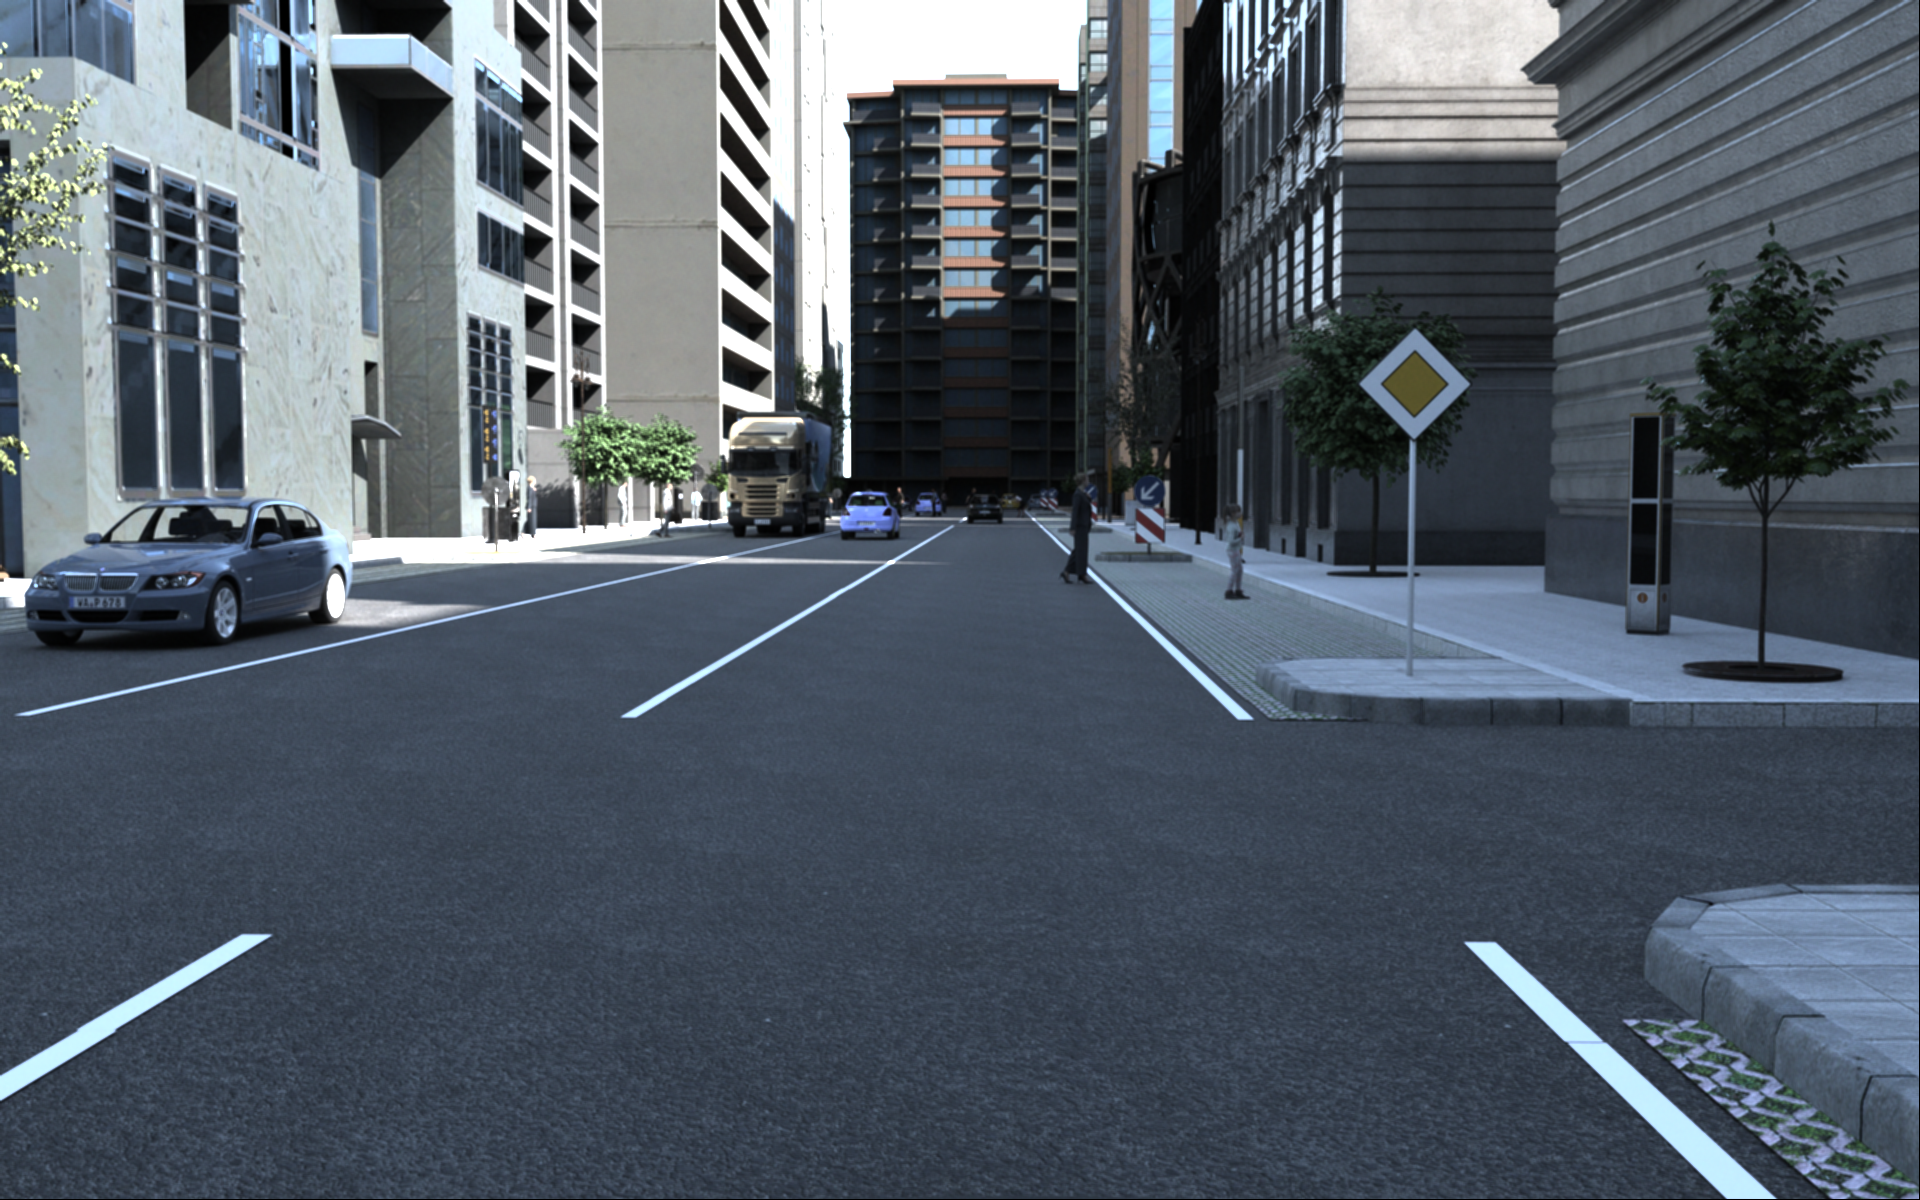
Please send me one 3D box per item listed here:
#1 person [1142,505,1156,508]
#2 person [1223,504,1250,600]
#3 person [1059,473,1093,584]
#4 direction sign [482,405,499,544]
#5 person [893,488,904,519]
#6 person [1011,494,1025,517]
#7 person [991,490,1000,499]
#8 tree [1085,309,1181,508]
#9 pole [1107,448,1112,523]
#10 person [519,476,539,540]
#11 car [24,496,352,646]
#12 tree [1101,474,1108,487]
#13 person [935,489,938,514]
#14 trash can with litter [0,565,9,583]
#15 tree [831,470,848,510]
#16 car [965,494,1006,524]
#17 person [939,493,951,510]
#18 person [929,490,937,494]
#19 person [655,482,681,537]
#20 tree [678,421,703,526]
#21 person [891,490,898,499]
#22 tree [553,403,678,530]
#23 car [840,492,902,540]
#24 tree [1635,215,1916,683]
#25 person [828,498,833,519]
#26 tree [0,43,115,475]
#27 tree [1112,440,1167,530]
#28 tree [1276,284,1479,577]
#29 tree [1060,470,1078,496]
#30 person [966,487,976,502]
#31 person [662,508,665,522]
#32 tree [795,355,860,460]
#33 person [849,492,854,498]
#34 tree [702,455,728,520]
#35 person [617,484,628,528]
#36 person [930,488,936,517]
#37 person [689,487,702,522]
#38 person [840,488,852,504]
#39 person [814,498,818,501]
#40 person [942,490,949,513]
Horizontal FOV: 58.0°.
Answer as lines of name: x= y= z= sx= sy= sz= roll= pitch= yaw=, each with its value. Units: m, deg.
person: x=7.538 y=-3.848 z=68.966 sx=0.555 sy=1.821 sz=0.388 roll=0 pitch=4 yaw=-6
person: x=3.741 y=-0.651 z=23.415 sx=0.394 sy=1.301 sz=0.425 roll=0 pitch=4 yaw=2
person: x=1.886 y=-1.149 z=27.714 sx=0.534 sy=1.772 sz=0.576 roll=-1 pitch=4 yaw=-9
direction sign: x=-12.025 y=-3.203 z=44.366 sx=0.379 sy=3.537 sz=0.876 roll=0 pitch=4 yaw=6
person: x=-3.573 y=-5.671 z=101.365 sx=0.705 sy=1.807 sz=1.348 roll=-2 pitch=4 yaw=-29
person: x=3.576 y=-5.767 z=105.975 sx=0.799 sy=1.438 sz=0.628 roll=-2 pitch=4 yaw=-23
person: x=3.019 y=-8.960 z=155.026 sx=1.348 sy=1.821 sz=0.705 roll=-1 pitch=4 yaw=-23
tree: x=7.056 y=-7.209 z=68.235 sx=4.360 sy=8.622 sz=3.978 roll=0 pitch=3 yaw=0
pole: x=6.614 y=-5.057 z=76.521 sx=0.158 sy=3.312 sz=0.155 roll=0 pitch=3 yaw=0
person: x=-11.998 y=-2.559 z=48.305 sx=0.534 sy=1.772 sz=0.576 roll=-3 pitch=5 yaw=-40
car: x=-7.796 y=-0.362 z=17.929 sx=2.014 sy=1.417 sz=4.499 roll=0 pitch=4 yaw=1
tree: x=8.335 y=-5.779 z=89.096 sx=1.663 sy=3.219 sz=1.824 roll=0 pitch=3 yaw=0
person: x=-1.801 y=-7.078 z=124.322 sx=0.705 sy=1.812 sz=1.348 roll=-2 pitch=4 yaw=-26
trash can with litter: x=-14.267 y=-0.847 z=25.238 sx=1.055 sy=1.170 sz=0.624 roll=2 pitch=4 yaw=29
tree: x=-9.936 y=-8.820 z=138.810 sx=1.663 sy=3.219 sz=1.824 roll=0 pitch=3 yaw=0
car: x=1.251 y=-4.628 z=85.450 sx=2.009 sy=1.686 sz=4.222 roll=0 pitch=4 yaw=2
person: x=-1.408 y=-8.773 z=151.955 sx=1.348 sy=1.821 sz=0.705 roll=1 pitch=4 yaw=15
person: x=-2.124 y=-7.653 z=134.434 sx=0.742 sy=1.727 sz=0.445 roll=0 pitch=4 yaw=3
person: x=-9.593 y=-2.951 z=56.873 sx=0.853 sy=1.813 sz=0.709 roll=-1 pitch=4 yaw=-11
tree: x=-11.852 y=-5.218 z=69.023 sx=4.285 sy=4.588 sz=4.351 roll=0 pitch=3 yaw=0
person: x=-6.017 y=-9.685 z=166.481 sx=1.348 sy=1.869 sz=0.705 roll=-1 pitch=4 yaw=-18
tree: x=-12.891 y=-4.817 z=62.467 sx=4.285 sy=4.588 sz=4.351 roll=0 pitch=3 yaw=0
car: x=-2.851 y=-2.809 z=55.526 sx=1.945 sy=1.707 sz=3.694 roll=0 pitch=4 yaw=2
tree: x=5.545 y=-1.074 z=12.155 sx=1.663 sy=3.219 sz=1.824 roll=0 pitch=3 yaw=0
person: x=-7.299 y=-5.453 z=98.382 sx=0.721 sy=1.735 sz=1.217 roll=0 pitch=4 yaw=-2
tree: x=-12.833 y=-4.308 z=20.799 sx=4.737 sy=8.622 sz=4.395 roll=0 pitch=3 yaw=0
tree: x=6.711 y=-4.120 z=61.967 sx=1.663 sy=3.219 sz=1.824 roll=0 pitch=3 yaw=0
tree: x=6.483 y=-2.662 z=27.230 sx=4.285 sy=4.588 sz=4.351 roll=0 pitch=3 yaw=0
tree: x=8.672 y=-8.748 z=137.637 sx=1.663 sy=3.219 sz=1.824 roll=0 pitch=3 yaw=0
person: x=0.760 y=-5.318 z=95.465 sx=0.705 sy=1.822 sz=1.348 roll=3 pitch=5 yaw=44
person: x=-13.499 y=-4.264 z=80.001 sx=0.590 sy=1.304 sz=0.306 roll=1 pitch=4 yaw=21
tree: x=-11.097 y=-12.495 z=130.043 sx=9.928 sy=11.665 sz=9.643 roll=0 pitch=3 yaw=0
person: x=-10.006 y=-9.294 z=161.187 sx=0.628 sy=1.438 sz=0.799 roll=1 pitch=4 yaw=10
tree: x=-11.986 y=-5.625 z=86.564 sx=1.663 sy=3.219 sz=1.824 roll=0 pitch=3 yaw=0
person: x=-12.908 y=-3.677 z=66.265 sx=0.391 sy=1.810 sz=0.635 roll=-1 pitch=4 yaw=-15
person: x=-1.676 y=-6.166 z=109.300 sx=0.705 sy=1.826 sz=1.348 roll=-1 pitch=4 yaw=-8
person: x=-12.206 y=-4.409 z=79.946 sx=0.589 sy=1.601 sz=0.330 roll=-3 pitch=4 yaw=-37
person: x=-9.794 y=-8.829 z=150.406 sx=1.348 sy=1.822 sz=0.705 roll=1 pitch=4 yaw=13
person: x=-10.648 y=-7.453 z=127.771 sx=0.709 sy=1.838 sz=0.599 roll=-1 pitch=4 yaw=-8
person: x=-1.093 y=-7.409 z=130.343 sx=0.721 sy=1.736 sz=1.217 roll=1 pitch=4 yaw=20
